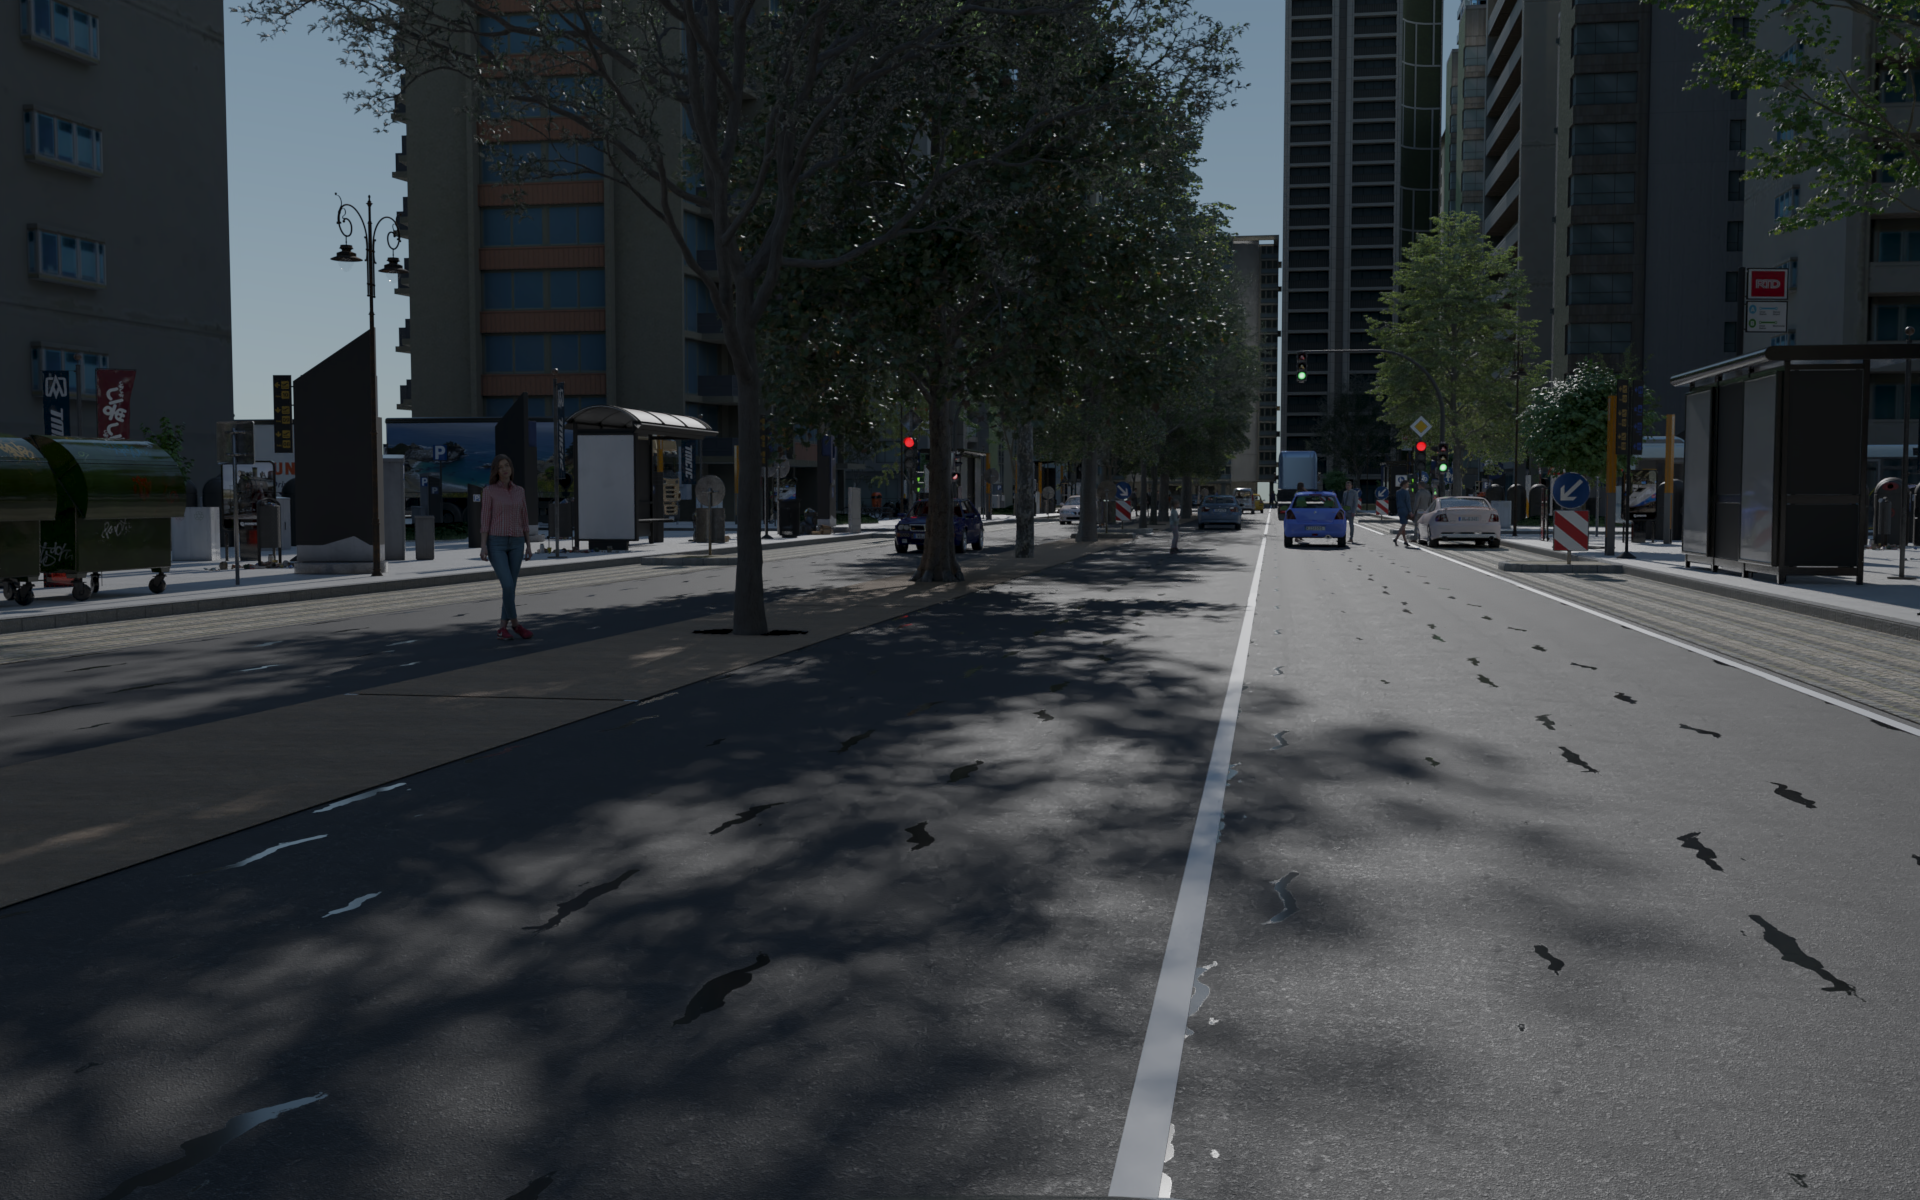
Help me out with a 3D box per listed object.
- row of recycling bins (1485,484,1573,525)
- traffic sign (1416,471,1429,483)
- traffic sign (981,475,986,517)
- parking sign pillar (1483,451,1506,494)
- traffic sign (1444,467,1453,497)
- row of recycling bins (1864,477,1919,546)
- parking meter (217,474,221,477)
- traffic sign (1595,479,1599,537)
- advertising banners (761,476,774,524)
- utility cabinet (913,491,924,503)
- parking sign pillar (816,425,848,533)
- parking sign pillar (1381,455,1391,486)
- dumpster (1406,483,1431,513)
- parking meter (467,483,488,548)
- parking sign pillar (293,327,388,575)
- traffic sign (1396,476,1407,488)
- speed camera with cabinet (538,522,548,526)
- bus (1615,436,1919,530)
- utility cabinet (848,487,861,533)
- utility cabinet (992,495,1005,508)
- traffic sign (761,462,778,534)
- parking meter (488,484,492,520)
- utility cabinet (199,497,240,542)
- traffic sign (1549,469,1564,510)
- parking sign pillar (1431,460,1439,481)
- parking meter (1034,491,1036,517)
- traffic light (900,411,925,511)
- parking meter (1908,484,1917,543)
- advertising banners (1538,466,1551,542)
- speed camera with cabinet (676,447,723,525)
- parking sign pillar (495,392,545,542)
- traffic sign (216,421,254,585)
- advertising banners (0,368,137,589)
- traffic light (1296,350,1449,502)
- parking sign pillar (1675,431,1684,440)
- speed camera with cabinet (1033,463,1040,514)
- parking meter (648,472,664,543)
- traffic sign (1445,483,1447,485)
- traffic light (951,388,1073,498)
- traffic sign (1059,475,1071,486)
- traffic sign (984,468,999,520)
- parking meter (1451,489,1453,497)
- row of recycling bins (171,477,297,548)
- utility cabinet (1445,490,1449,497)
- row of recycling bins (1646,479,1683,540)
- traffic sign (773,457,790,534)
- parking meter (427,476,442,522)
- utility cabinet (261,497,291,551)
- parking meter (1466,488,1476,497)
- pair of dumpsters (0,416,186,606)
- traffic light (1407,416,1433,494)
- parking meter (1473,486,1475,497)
[{"bbox_3d":[23.641,-3.970,72.023,3.534,1.692,1.069,2,4,27],"label":"row of recycling bins"},{"bbox_3d":[25.495,-5.847,95.709,0.768,2.556,0.104,1,4,14],"label":"traffic sign"},{"bbox_3d":[1.417,-5.697,95.269,0.606,2.300,0.079,1,4,11],"label":"traffic sign"},{"bbox_3d":[32.652,-7.178,105.837,1.447,3.967,1.447,-1,4,-15],"label":"parking sign pillar"},{"bbox_3d":[23.435,-5.061,82.860,0.768,2.556,0.104,1,4,13],"label":"traffic sign"},{"bbox_3d":[22.774,-2.216,43.343,3.534,1.692,1.069,2,4,26],"label":"row of recycling bins"},{"bbox_3d":[-21.704,-2.768,50.974,0.255,1.863,0.399,-1,4,-8],"label":"parking meter"},{"bbox_3d":[19.194,-3.182,52.133,0.768,2.556,0.104,1,4,18],"label":"traffic sign"},{"bbox_3d":[-8.302,-4.755,73.936,0.090,3.025,2.074,1,4,12],"label":"advertising banners"},{"bbox_3d":[-2.590,-6.540,115.606,1.173,1.500,0.318,2,4,29],"label":"utility cabinet"},{"bbox_3d":[-4.441,-4.233,57.688,1.447,3.967,1.447,0,4,5],"label":"parking sign pillar"},{"bbox_3d":[29.204,-7.925,118.038,1.447,3.967,1.447,-1,4,-15],"label":"parking sign pillar"},{"bbox_3d":[23.209,-5.007,87.628,1.264,1.857,1.865,1,4,10],"label":"dumpster"},{"bbox_3d":[-11.536,-2.010,41.274,0.372,1.533,0.369,0,3,0],"label":"parking meter"},{"bbox_3d":[-10.083,-2.425,28.113,1.447,3.967,1.447,0,4,-3],"label":"parking sign pillar"},{"bbox_3d":[23.884,-5.606,93.782,0.606,2.300,0.079,1,4,14],"label":"traffic sign"},{"bbox_3d":[-15.692,-4.547,68.675,2.038,3.252,0.660,1,4,13],"label":"speed camera with cabinet"},{"bbox_3d":[28.010,-3.690,55.186,13.247,3.499,2.948,1,4,11],"label":"bus"},{"bbox_3d":[-3.451,-2.946,56.841,0.318,1.500,1.173,-1,4,-10],"label":"utility cabinet"},{"bbox_3d":[2.922,-7.157,128.182,0.306,1.237,1.020,2,4,35],"label":"utility cabinet"},{"bbox_3d":[-5.912,-3.219,52.736,0.768,2.556,0.104,1,4,17],"label":"traffic sign"},{"bbox_3d":[-11.654,-2.129,43.219,0.372,1.533,0.369,0,3,0],"label":"parking meter"},{"bbox_3d":[-19.679,-2.139,46.128,1.020,1.237,0.306,0,4,2],"label":"utility cabinet"},{"bbox_3d":[16.836,-2.959,48.375,0.884,2.594,0.081,1,4,11],"label":"traffic sign"},{"bbox_3d":[26.607,-6.617,96.666,1.447,3.967,1.447,2,4,25],"label":"parking sign pillar"},{"bbox_3d":[4.186,-5.549,99.143,0.372,1.533,0.369,0,3,0],"label":"parking meter"},{"bbox_3d":[-1.598,-4.175,57.179,0.839,4.253,0.868,1,4,10],"label":"traffic light"},{"bbox_3d":[24.996,-2.279,45.669,0.372,1.533,0.369,0,3,0],"label":"parking meter"},{"bbox_3d":[15.968,-3.130,47.371,0.090,3.025,2.074,1,4,11],"label":"advertising banners"},{"bbox_3d":[-10.975,-4.772,72.362,2.038,3.252,0.660,1,4,12],"label":"speed camera with cabinet"},{"bbox_3d":[-11.861,-3.537,46.296,1.447,3.967,1.447,3,5,40],"label":"parking sign pillar"},{"bbox_3d":[-10.202,-1.362,24.399,0.606,2.300,0.079,1,4,15],"label":"traffic sign"},{"bbox_3d":[-12.396,-1.688,23.787,2.074,3.025,0.090,-3,4,-36],"label":"advertising banners"},{"bbox_3d":[12.972,-4.878,54.425,4.771,5.953,1.251,1,4,10],"label":"traffic light"},{"bbox_3d":[28.738,-4.982,69.928,1.447,3.967,1.447,2,4,29],"label":"parking sign pillar"},{"bbox_3d":[4.616,-7.085,110.173,0.660,3.252,2.038,1,4,12],"label":"speed camera with cabinet"},{"bbox_3d":[-8.058,-2.454,45.828,0.399,1.863,0.255,3,4,36],"label":"parking meter"},{"bbox_3d":[27.428,-6.013,98.421,0.768,2.556,0.104,1,4,11],"label":"traffic sign"},{"bbox_3d":[1.898,-5.507,64.699,4.771,5.953,1.251,1,4,10],"label":"traffic light"},{"bbox_3d":[7.227,-7.318,119.647,0.884,2.594,0.081,1,4,17],"label":"traffic sign"},{"bbox_3d":[1.540,-5.229,85.597,0.768,2.556,0.104,1,4,15],"label":"traffic sign"},{"bbox_3d":[24.588,-4.748,86.033,0.372,1.533,0.369,0,3,0],"label":"parking meter"},{"bbox_3d":[-17.533,-2.149,42.255,3.534,1.692,1.069,-1,4,-21],"label":"row of recycling bins"},{"bbox_3d":[26.622,-5.269,94.830,0.318,1.500,1.173,-1,4,-20],"label":"utility cabinet"},{"bbox_3d":[20.150,-2.492,47.852,1.069,1.692,3.534,-2,4,-34],"label":"row of recycling bins"},{"bbox_3d":[-5.775,-3.358,55.015,0.768,2.556,0.104,1,4,15],"label":"traffic sign"},{"bbox_3d":[-16.738,-3.026,55.187,0.399,1.863,0.255,-2,4,-26],"label":"parking meter"},{"bbox_3d":[-15.579,-1.729,39.438,0.306,1.237,1.020,0,4,1],"label":"utility cabinet"},{"bbox_3d":[23.304,-4.326,79.135,0.372,1.533,0.369,0,3,0],"label":"parking meter"},{"bbox_3d":[-11.085,-1.089,20.307,1.574,2.255,4.437,1,4,10],"label":"pair of dumpsters"},{"bbox_3d":[16.469,-4.473,62.052,0.839,4.253,0.868,1,4,10],"label":"traffic light"},{"bbox_3d":[33.439,-6.520,112.320,0.255,1.863,0.399,-2,4,-32],"label":"parking meter"}]
